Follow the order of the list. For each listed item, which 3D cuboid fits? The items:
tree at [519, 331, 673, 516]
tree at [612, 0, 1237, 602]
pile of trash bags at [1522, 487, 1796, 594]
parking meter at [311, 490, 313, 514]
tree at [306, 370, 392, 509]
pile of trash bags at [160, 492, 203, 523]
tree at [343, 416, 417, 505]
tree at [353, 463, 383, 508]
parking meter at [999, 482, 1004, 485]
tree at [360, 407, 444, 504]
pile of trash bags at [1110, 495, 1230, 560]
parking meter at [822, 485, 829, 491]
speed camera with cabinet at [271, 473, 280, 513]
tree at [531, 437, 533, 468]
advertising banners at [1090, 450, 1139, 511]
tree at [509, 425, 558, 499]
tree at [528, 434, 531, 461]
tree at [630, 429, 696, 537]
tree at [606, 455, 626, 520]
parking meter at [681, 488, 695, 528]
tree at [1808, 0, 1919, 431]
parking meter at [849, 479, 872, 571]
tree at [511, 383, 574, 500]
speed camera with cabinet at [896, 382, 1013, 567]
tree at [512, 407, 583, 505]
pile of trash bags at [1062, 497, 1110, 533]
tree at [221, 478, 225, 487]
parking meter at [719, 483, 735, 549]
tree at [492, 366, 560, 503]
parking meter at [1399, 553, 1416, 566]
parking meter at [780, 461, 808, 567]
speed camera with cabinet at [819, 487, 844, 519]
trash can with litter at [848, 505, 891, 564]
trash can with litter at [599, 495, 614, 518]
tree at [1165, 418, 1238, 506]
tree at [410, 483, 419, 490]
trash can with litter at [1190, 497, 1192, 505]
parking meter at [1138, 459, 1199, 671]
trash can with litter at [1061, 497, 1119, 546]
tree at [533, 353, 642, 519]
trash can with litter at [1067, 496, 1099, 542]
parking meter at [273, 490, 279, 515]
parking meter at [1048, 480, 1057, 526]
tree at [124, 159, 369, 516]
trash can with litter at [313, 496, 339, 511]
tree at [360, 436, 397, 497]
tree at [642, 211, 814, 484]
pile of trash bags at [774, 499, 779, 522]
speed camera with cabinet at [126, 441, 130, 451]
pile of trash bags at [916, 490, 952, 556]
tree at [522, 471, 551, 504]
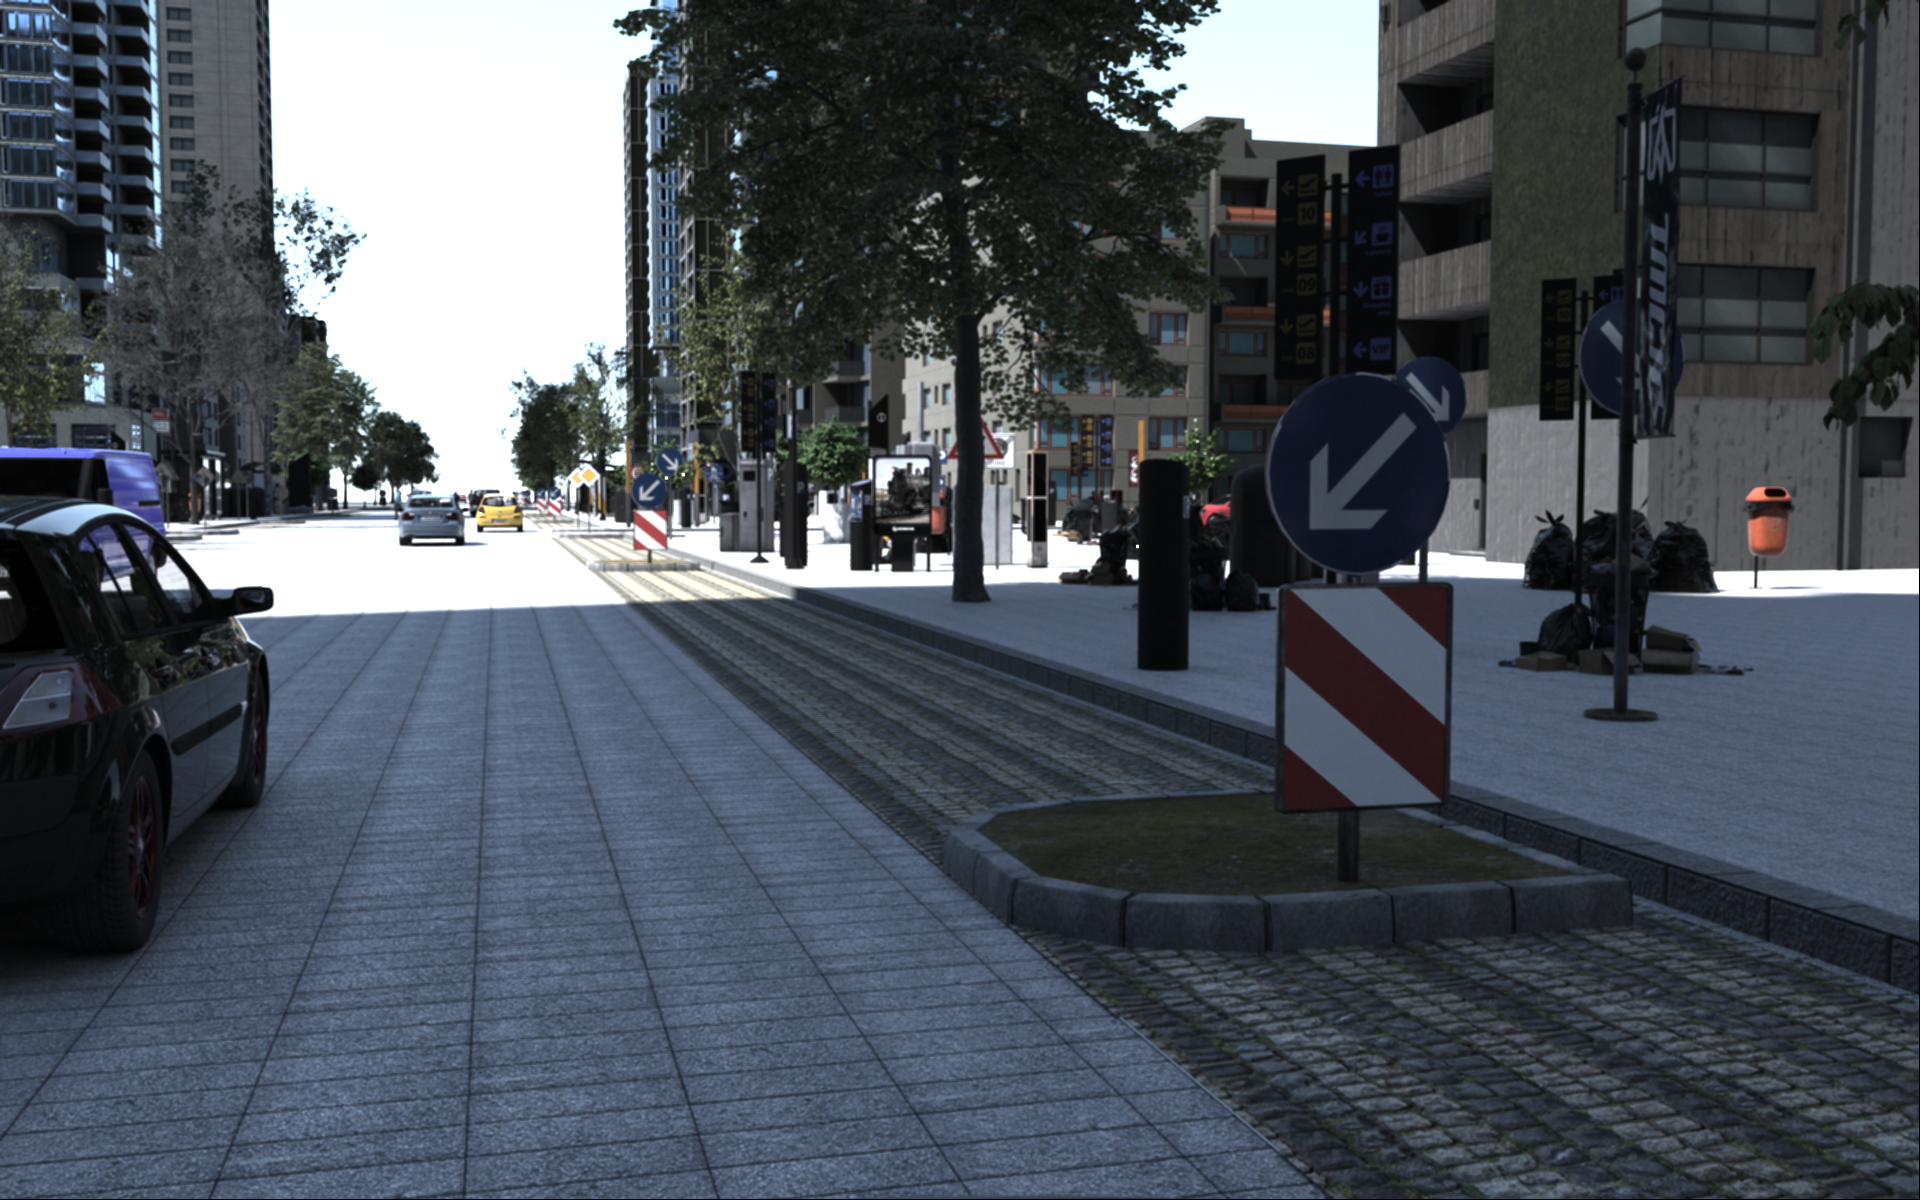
[{"bbox_3d":[-21.040,-10.111,99.735,8.767,10.594,7.601,-1,4,-19],"label":"tree"},{"bbox_3d":[-0.283,-6.246,20.251,7.486,12.596,7.792,0,3,0],"label":"tree"},{"bbox_3d":[9.444,-0.820,23.159,3.447,1.369,1.912,0,4,-5],"label":"pile of trash bags"},{"bbox_3d":[-42.539,-6.416,113.318,0.372,1.533,0.369,0,3,0],"label":"parking meter"},{"bbox_3d":[-51.312,-13.385,144.603,9.928,11.665,9.643,0,3,0],"label":"tree"},{"bbox_3d":[-35.284,-4.143,77.483,1.912,1.369,3.447,1,4,19],"label":"pile of trash bags"},{"bbox_3d":[-65.429,-15.866,193.823,7.601,10.594,8.767,3,5,45],"label":"tree"},{"bbox_3d":[-56.447,-11.051,164.390,4.285,4.588,4.351,0,3,0],"label":"tree"},{"bbox_3d":[1.770,-4.288,75.815,0.399,1.863,0.255,0,4,-5],"label":"parking meter"},{"bbox_3d":[-74.609,-19.005,227.734,9.611,12.733,9.660,0,3,0],"label":"tree"},{"bbox_3d":[4.973,-1.489,34.102,3.447,1.369,1.912,-1,4,-21],"label":"pile of trash bags"},{"bbox_3d":[-8.075,-6.015,104.049,0.399,1.863,0.255,-3,5,-40],"label":"parking meter"},{"bbox_3d":[-46.580,-7.476,116.560,0.660,3.252,2.038,1,4,11],"label":"speed camera with cabinet"},{"bbox_3d":[-32.973,-11.937,145.536,4.737,8.622,4.395,0,3,0],"label":"tree"},{"bbox_3d":[6.219,-4.458,69.077,2.074,3.025,0.090,0,4,-3],"label":"advertising banners"},{"bbox_3d":[-67.660,-22.594,276.069,9.857,13.997,8.962,0,3,0],"label":"tree"},{"bbox_3d":[-39.462,-13.257,167.107,4.737,8.622,4.395,0,3,0],"label":"tree"},{"bbox_3d":[-8.646,-3.501,51.847,1.663,3.219,1.824,0,3,0],"label":"tree"},{"bbox_3d":[-16.849,-5.603,86.212,1.663,3.219,1.824,0,3,0],"label":"tree"},{"bbox_3d":[-10.343,-3.486,65.405,0.372,1.533,0.369,0,3,0],"label":"parking meter"},{"bbox_3d":[4.431,-3.411,6.136,4.737,8.622,4.395,0,3,0],"label":"tree"},{"bbox_3d":[-1.654,-1.259,29.003,0.372,1.533,0.369,0,3,0],"label":"parking meter"},{"bbox_3d":[-42.128,-15.854,177.337,7.486,12.596,7.792,0,3,0],"label":"tree"},{"bbox_3d":[-0.098,-2.243,31.009,2.038,3.252,0.660,-1,4,-18],"label":"speed camera with cabinet"},{"bbox_3d":[-46.190,-16.452,194.742,9.928,11.665,9.643,0,3,0],"label":"tree"},{"bbox_3d":[5.178,-2.913,57.372,3.447,1.369,1.912,-1,4,-15],"label":"pile of trash bags"},{"bbox_3d":[-48.901,-7.299,113.940,1.663,3.219,1.824,0,3,0],"label":"tree"},{"bbox_3d":[-5.444,-1.963,40.502,0.372,1.533,0.369,0,3,0],"label":"parking meter"},{"bbox_3d":[-62.188,-24.370,254.338,12.611,20.169,13.585,0,3,0],"label":"tree"},{"bbox_3d":[7.987,-1.558,31.179,0.399,1.863,0.255,3,5,44],"label":"parking meter"},{"bbox_3d":[-2.906,-1.529,30.704,0.255,1.863,0.399,3,4,38],"label":"parking meter"},{"bbox_3d":[-6.281,-5.801,89.175,2.038,3.252,0.660,-3,5,-43],"label":"speed camera with cabinet"},{"bbox_3d":[-1.478,-1.250,31.819,1.055,1.170,0.624,-2,4,-34],"label":"trash can with litter"},{"bbox_3d":[-18.590,-5.140,95.103,2.233,1.210,1.678,0,4,2],"label":"trash can with litter"},{"bbox_3d":[5.952,-3.028,44.112,1.663,3.219,1.824,0,3,0],"label":"tree"},{"bbox_3d":[-88.660,-20.210,280.802,4.737,8.622,4.395,0,3,0],"label":"tree"},{"bbox_3d":[9.614,-3.799,73.495,0.624,1.170,1.055,-2,4,-25],"label":"trash can with litter"},{"bbox_3d":[1.493,-0.262,12.699,0.372,1.533,0.369,0,3,0],"label":"parking meter"},{"bbox_3d":[3.537,-1.983,43.480,1.678,1.210,2.233,-3,5,-44],"label":"trash can with litter"},{"bbox_3d":[-18.952,-8.584,90.704,4.737,8.622,4.395,0,3,0],"label":"tree"},{"bbox_3d":[3.292,-2.161,46.718,0.624,1.170,1.055,2,4,24],"label":"trash can with litter"},{"bbox_3d":[-42.615,-6.089,107.969,0.372,1.533,0.369,0,3,0],"label":"parking meter"},{"bbox_3d":[3.632,-3.864,68.888,0.399,1.863,0.255,-1,4,-12],"label":"parking meter"},{"bbox_3d":[-40.924,-14.890,99.337,12.611,20.169,13.585,0,3,0],"label":"tree"},{"bbox_3d":[-48.129,-7.341,131.079,2.233,1.210,1.678,0,4,-4],"label":"trash can with litter"},{"bbox_3d":[-67.756,-15.367,201.620,4.360,8.622,3.978,0,3,0],"label":"tree"},{"bbox_3d":[-5.405,-5.629,42.402,4.737,8.622,4.395,0,3,0],"label":"tree"},{"bbox_3d":[-8.389,-4.300,80.064,1.912,1.369,3.447,-1,4,-23],"label":"pile of trash bags"},{"bbox_3d":[-31.651,-4.295,64.558,2.038,3.252,0.660,-3,5,-40],"label":"speed camera with cabinet"},{"bbox_3d":[-0.175,-1.700,37.550,1.912,1.369,3.447,1,4,12],"label":"pile of trash bags"},{"bbox_3d":[-56.463,-15.368,234.974,4.285,4.588,4.351,0,3,0],"label":"tree"}]
